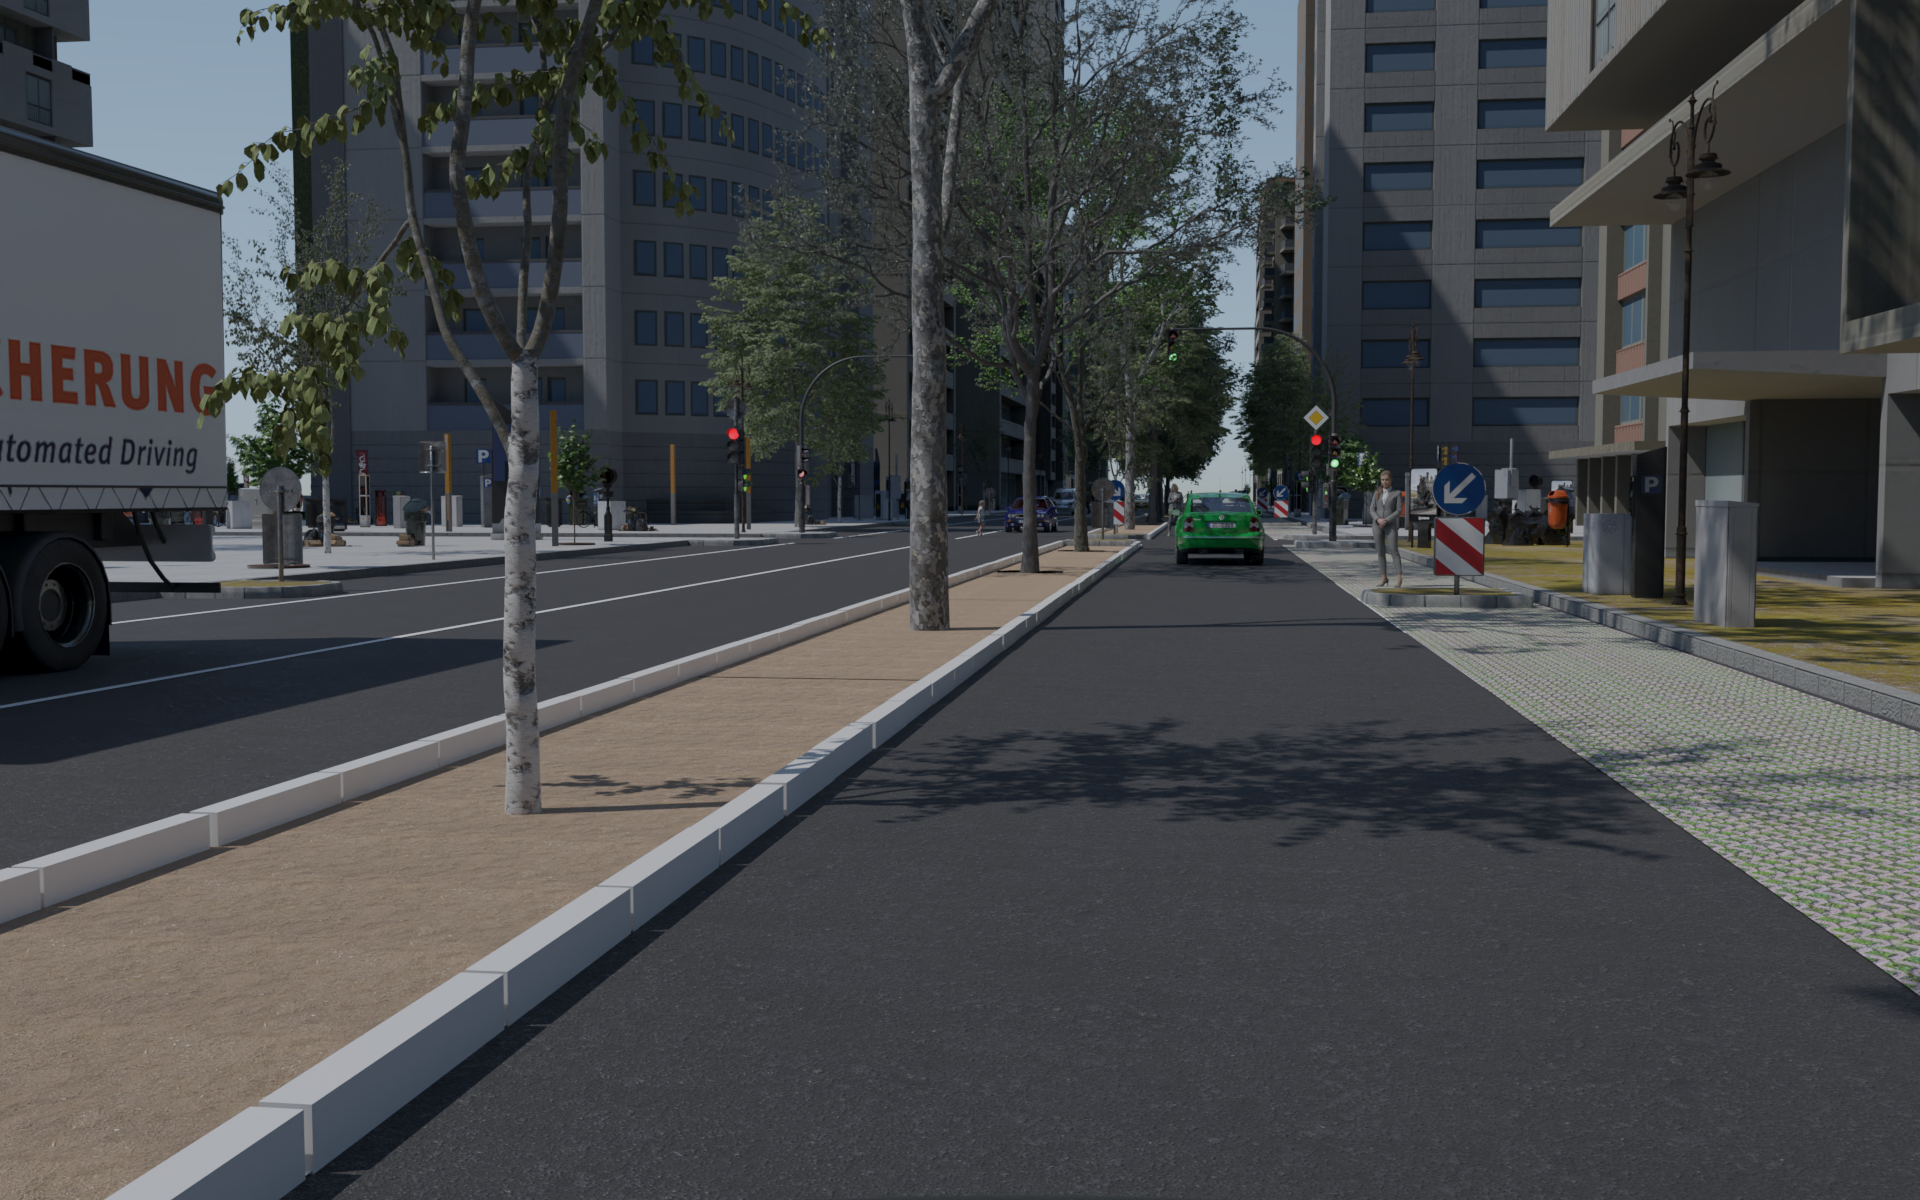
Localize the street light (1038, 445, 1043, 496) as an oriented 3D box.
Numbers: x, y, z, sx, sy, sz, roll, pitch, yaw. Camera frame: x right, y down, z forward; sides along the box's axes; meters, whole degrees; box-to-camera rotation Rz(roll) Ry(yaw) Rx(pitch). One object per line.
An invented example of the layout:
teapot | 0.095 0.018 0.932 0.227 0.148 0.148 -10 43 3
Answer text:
street light | 7.349 -11.373 158.730 0.468 5.910 1.993 1 4 8

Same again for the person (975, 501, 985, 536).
person | 0.674 -2.776 58.906 0.382 1.210 0.505 0 4 -4

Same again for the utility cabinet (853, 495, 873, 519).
utility cabinet | -5.082 -4.883 91.006 1.020 1.237 0.306 -1 4 -19

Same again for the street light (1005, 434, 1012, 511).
street light | 3.717 -9.830 133.509 0.468 5.910 1.993 1 4 8

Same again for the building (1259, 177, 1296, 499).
building | 51.869 -35.414 233.639 22.147 44.769 28.867 1 4 8

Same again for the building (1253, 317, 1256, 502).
building | 54.274 -30.996 278.477 14.160 30.474 14.107 1 4 8

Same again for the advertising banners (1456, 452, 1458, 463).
advertising banners | 20.628 -4.651 72.229 0.090 3.025 2.074 1 4 11

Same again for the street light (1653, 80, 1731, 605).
street light | 8.360 -2.884 19.937 0.468 5.910 1.993 1 4 8

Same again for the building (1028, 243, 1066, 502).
building | 4.503 -26.007 196.916 14.160 30.474 14.107 1 4 8

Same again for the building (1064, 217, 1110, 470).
building | 16.906 -38.617 281.504 14.600 45.320 14.200 1 4 8

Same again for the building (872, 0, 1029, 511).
building | -6.003 -31.808 143.770 21.300 48.544 21.600 1 4 8

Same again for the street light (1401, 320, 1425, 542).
street light | 12.080 -4.496 46.298 0.468 5.910 1.993 1 4 8

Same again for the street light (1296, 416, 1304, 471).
street light | 20.207 -7.963 102.980 0.468 5.910 1.993 1 4 8

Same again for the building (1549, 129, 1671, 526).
building | 37.680 -25.006 63.479 28.867 44.769 22.147 1 4 8

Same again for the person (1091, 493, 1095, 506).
person | 15.573 -11.921 203.043 1.348 1.869 0.705 1 4 10

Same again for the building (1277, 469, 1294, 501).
building | 40.300 -44.095 159.197 20.563 71.187 20.611 1 4 8

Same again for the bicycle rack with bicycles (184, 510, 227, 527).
bicycle rack with bicycles | -28.681 -3.331 67.839 2.925 0.926 2.852 3 5 41

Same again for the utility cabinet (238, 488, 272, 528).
utility cabinet | -26.570 -3.464 65.310 1.173 1.500 0.318 0 4 7

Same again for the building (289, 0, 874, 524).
building | -17.370 -33.277 86.082 21.231 58.520 28.212 1 4 8

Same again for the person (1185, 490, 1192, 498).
person | 22.935 -9.990 171.806 1.348 1.831 0.705 1 4 22

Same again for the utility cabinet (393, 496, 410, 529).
utility cabinet | -20.904 -3.286 64.893 0.306 1.237 1.020 0 4 2

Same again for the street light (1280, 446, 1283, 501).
street light | 23.964 -9.529 128.592 0.468 5.910 1.993 1 4 8

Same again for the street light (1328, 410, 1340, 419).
street light | 16.590 -6.374 77.008 0.468 5.910 1.993 1 4 8

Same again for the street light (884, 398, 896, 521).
street light | -3.402 -6.762 83.338 0.468 5.910 1.993 1 4 8

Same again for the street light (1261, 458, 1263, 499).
street light | 31.180 -12.595 178.708 0.468 5.910 1.993 1 4 8

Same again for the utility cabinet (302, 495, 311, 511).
utility cabinet | -34.188 -4.910 91.446 1.020 1.237 0.306 1 4 18

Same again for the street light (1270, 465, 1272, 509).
street light | 27.514 -11.022 153.001 0.468 5.910 1.993 1 4 8

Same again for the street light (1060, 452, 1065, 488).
street light | 10.918 -12.927 184.136 0.468 5.910 1.993 1 4 8

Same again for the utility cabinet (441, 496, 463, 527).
utility cabinet | -19.932 -3.472 67.922 1.020 1.237 0.306 3 5 39

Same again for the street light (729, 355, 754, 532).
street light | -7.239 -5.196 57.737 0.468 5.910 1.993 1 4 8

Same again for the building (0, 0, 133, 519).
building | -57.521 -29.882 77.806 27.495 52.752 28.713 1 4 8

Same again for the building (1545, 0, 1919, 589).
building | 23.331 -26.315 19.491 28.713 52.752 27.495 1 4 8

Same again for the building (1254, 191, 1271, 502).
building | 55.261 -38.868 259.190 21.300 48.544 21.600 1 4 8

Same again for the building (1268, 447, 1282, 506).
building | 45.077 -53.317 184.408 22.319 86.520 31.000 1 4 8

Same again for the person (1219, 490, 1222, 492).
person | 23.912 -9.204 159.004 0.705 1.821 1.348 0 4 -4

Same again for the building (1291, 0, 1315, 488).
building | 34.993 -30.145 142.975 14.600 45.320 14.200 1 4 8

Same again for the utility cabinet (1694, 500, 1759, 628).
utility cabinet | 7.560 -0.363 17.098 0.306 1.237 1.020 0 4 7

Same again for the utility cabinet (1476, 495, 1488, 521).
utility cabinet | 25.215 -4.438 83.729 0.306 1.237 1.020 2 4 31

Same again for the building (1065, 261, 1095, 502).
building | 2.922 -34.127 249.865 32.217 40.220 23.993 1 4 8

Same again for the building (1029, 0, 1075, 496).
building | 5.197 -48.187 226.104 20.563 71.187 20.611 1 4 8

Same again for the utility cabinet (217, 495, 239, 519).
utility cabinet | -37.214 -4.703 88.056 1.020 1.237 0.306 0 4 5

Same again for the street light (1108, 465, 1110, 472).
street light | 22.929 -17.954 266.339 0.468 5.910 1.993 1 4 8

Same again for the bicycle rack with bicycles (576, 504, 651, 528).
bicycle rack with bicycles | -13.122 -3.215 65.955 2.925 0.926 2.852 -1 4 -16

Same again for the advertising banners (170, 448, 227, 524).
advertising banners | -28.519 -4.196 64.798 2.074 3.025 0.090 -1 4 -22

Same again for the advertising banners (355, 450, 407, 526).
advertising banners | -23.091 -4.458 69.072 2.074 3.025 0.090 -3 5 -41

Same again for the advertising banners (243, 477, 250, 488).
advertising banners | -53.935 -8.356 132.810 2.074 3.025 0.090 -2 4 -32

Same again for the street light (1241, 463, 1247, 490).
street light | 43.023 -17.632 261.068 0.468 5.910 1.993 1 4 8

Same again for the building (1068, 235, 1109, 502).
building | 15.572 -35.716 267.558 14.154 41.232 14.086 1 4 8

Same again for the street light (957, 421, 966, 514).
street light | 0.165 -8.333 109.025 0.468 5.910 1.993 1 4 8

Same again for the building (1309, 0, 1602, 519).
building | 31.334 -34.169 100.659 21.231 58.520 28.212 1 4 8

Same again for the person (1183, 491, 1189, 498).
person | 24.139 -10.660 183.316 1.217 1.766 0.721 1 4 20

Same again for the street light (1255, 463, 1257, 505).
street light | 34.780 -14.137 203.934 0.468 5.910 1.993 1 4 8
